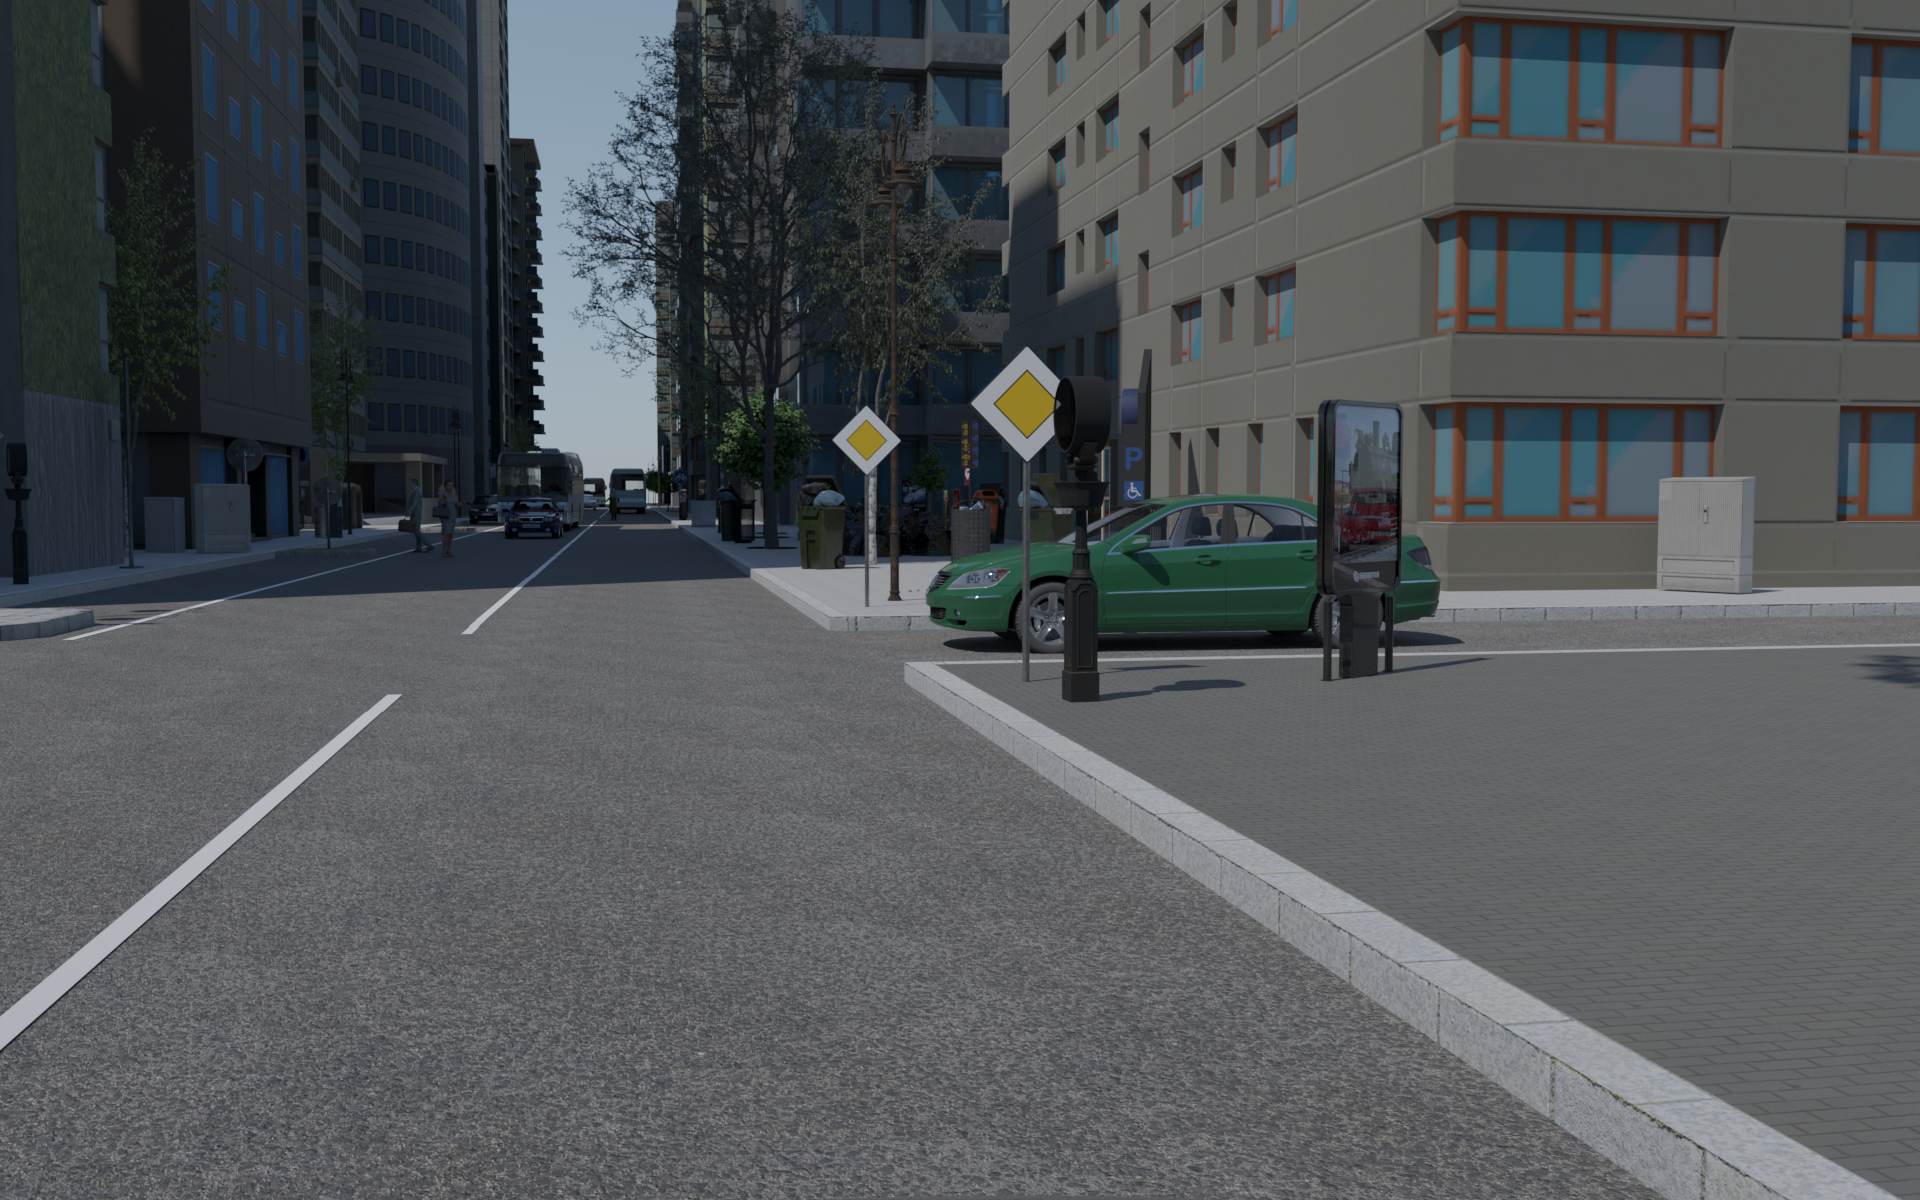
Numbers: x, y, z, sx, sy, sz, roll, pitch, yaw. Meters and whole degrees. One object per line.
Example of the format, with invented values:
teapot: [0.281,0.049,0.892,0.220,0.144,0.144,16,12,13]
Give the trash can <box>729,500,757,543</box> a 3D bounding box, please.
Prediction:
trash can: [-5.669,-2.057,45.283,0.748,1.137,0.748,0,3,0]

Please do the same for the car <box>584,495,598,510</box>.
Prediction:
car: [-33.234,-8.646,153.716,2.083,1.381,4.827,-1,4,-12]

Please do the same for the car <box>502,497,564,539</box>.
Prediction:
car: [-13.933,-2.698,56.689,1.945,1.354,3.894,-1,4,-11]

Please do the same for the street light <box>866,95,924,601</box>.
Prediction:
street light: [-0.785,-2.928,20.653,0.468,5.910,1.993,-1,4,-11]

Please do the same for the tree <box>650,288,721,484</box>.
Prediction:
tree: [-8.580,-6.752,60.750,4.360,8.622,3.978,0,3,0]

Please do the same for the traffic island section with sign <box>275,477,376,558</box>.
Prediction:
traffic island section with sign: [-14.530,-1.906,39.797,1.989,1.847,2.006,-1,4,-11]

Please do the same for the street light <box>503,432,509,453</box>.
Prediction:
street light: [-33.885,-9.586,129.525,0.468,5.910,1.993,-1,4,-11]

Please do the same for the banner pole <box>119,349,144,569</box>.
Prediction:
banner pole: [-14.441,-2.452,30.107,0.401,3.779,0.863,-1,4,-22]

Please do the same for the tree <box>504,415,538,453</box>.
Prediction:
tree: [-40.446,-12.717,158.286,4.737,8.622,4.395,0,3,0]

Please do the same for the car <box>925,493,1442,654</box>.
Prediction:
car: [2.109,-0.293,16.596,4.920,1.459,2.131,-1,4,-10]

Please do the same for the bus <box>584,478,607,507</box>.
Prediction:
bus: [-40.169,-11.926,189.849,2.948,3.499,13.247,-1,4,-11]

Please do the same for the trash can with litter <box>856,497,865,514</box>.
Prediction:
trash can with litter: [-3.274,-3.189,63.534,0.624,1.170,1.055,2,4,35]

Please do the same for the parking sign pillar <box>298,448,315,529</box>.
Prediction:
parking sign pillar: [-24.281,-4.585,63.432,1.447,3.967,1.447,0,4,5]

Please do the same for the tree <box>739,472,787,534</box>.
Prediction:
tree: [-6.034,-3.745,55.829,1.663,3.219,1.824,0,3,0]

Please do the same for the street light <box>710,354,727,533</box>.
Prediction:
street light: [-7.903,-5.136,56.768,0.468,5.910,1.993,-1,4,-11]

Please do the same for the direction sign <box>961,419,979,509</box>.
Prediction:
direction sign: [0.314,-3.724,52.882,0.379,3.537,0.876,-3,4,-37]

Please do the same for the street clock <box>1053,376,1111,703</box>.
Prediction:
street clock: [0.749,-0.375,10.703,0.358,2.002,0.471,-1,4,-14]

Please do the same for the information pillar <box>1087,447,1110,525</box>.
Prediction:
information pillar: [2.141,-1.372,26.922,0.304,2.012,0.304,2,4,24]

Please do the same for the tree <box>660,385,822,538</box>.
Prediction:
tree: [-5.641,-4.093,50.641,4.285,4.588,4.351,0,3,0]

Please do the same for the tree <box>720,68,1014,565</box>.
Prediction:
tree: [-1.392,-4.940,31.137,4.360,8.622,3.978,0,3,0]

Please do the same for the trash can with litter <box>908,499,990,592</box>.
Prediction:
trash can with litter: [0.514,-0.732,23.021,2.233,1.210,1.678,1,4,9]

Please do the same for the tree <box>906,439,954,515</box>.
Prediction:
tree: [-1.081,-4.086,61.409,1.663,3.219,1.824,0,3,0]

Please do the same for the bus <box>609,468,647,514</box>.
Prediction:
bus: [-24.932,-8.272,130.108,2.948,3.499,13.247,-1,4,-11]

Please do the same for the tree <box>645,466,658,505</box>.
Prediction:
tree: [-35.112,-13.166,198.969,4.285,4.588,4.351,0,3,0]

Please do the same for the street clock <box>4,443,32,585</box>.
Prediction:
street clock: [-13.358,-1.224,24.577,0.358,2.002,0.471,-2,4,-33]

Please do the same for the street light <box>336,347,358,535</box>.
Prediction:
street light: [-19.298,-5.005,54.615,0.468,5.910,1.993,-1,4,-11]

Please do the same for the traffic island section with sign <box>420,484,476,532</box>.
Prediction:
traffic island section with sign: [-19.602,-3.526,66.273,1.989,1.847,2.006,-1,4,-11]

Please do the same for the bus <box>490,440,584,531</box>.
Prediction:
bus: [-16.768,-4.576,69.684,2.948,3.499,13.247,-1,4,-9]

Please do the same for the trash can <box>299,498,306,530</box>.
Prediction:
trash can: [-23.744,-3.069,61.833,0.748,1.137,0.748,0,3,0]

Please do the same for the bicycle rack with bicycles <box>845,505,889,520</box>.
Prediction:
bicycle rack with bicycles: [-3.152,-2.659,56.862,2.925,0.926,2.852,3,5,43]

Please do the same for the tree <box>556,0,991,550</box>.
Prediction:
tree: [-4.556,-7.936,40.123,12.009,13.543,11.850,0,3,0]

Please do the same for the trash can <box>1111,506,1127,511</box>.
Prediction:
trash can: [2.208,-0.574,21.036,0.748,1.137,0.748,0,3,0]

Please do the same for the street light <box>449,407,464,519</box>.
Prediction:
street light: [-26.858,-7.342,92.825,0.468,5.910,1.993,-1,4,-11]

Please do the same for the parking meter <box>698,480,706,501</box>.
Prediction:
parking meter: [-10.712,-4.057,72.037,0.255,1.863,0.399,0,4,5]

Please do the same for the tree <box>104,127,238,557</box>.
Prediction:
tree: [-17.049,-5.203,35.434,4.737,8.622,4.395,0,3,0]

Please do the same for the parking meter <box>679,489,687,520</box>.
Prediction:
parking meter: [-13.535,-4.660,84.596,0.372,1.533,0.369,0,3,0]

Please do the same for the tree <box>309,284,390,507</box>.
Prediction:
tree: [-21.770,-6.701,59.917,4.737,8.622,4.395,0,3,0]

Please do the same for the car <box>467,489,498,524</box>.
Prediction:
car: [-22.665,-4.501,83.376,2.009,1.686,4.222,-1,4,-12]

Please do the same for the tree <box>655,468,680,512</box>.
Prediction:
tree: [-21.178,-8.085,126.784,1.663,3.219,1.824,0,3,0]

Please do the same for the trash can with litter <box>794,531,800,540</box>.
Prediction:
trash can with litter: [-4.071,-2.239,47.987,1.055,1.170,0.624,0,4,-3]

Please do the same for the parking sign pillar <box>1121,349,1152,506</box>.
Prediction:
parking sign pillar: [3.237,-2.642,31.663,1.447,3.967,1.447,1,4,11]

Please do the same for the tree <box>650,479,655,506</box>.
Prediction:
tree: [-33.305,-11.962,190.185,1.663,3.219,1.824,0,3,0]
